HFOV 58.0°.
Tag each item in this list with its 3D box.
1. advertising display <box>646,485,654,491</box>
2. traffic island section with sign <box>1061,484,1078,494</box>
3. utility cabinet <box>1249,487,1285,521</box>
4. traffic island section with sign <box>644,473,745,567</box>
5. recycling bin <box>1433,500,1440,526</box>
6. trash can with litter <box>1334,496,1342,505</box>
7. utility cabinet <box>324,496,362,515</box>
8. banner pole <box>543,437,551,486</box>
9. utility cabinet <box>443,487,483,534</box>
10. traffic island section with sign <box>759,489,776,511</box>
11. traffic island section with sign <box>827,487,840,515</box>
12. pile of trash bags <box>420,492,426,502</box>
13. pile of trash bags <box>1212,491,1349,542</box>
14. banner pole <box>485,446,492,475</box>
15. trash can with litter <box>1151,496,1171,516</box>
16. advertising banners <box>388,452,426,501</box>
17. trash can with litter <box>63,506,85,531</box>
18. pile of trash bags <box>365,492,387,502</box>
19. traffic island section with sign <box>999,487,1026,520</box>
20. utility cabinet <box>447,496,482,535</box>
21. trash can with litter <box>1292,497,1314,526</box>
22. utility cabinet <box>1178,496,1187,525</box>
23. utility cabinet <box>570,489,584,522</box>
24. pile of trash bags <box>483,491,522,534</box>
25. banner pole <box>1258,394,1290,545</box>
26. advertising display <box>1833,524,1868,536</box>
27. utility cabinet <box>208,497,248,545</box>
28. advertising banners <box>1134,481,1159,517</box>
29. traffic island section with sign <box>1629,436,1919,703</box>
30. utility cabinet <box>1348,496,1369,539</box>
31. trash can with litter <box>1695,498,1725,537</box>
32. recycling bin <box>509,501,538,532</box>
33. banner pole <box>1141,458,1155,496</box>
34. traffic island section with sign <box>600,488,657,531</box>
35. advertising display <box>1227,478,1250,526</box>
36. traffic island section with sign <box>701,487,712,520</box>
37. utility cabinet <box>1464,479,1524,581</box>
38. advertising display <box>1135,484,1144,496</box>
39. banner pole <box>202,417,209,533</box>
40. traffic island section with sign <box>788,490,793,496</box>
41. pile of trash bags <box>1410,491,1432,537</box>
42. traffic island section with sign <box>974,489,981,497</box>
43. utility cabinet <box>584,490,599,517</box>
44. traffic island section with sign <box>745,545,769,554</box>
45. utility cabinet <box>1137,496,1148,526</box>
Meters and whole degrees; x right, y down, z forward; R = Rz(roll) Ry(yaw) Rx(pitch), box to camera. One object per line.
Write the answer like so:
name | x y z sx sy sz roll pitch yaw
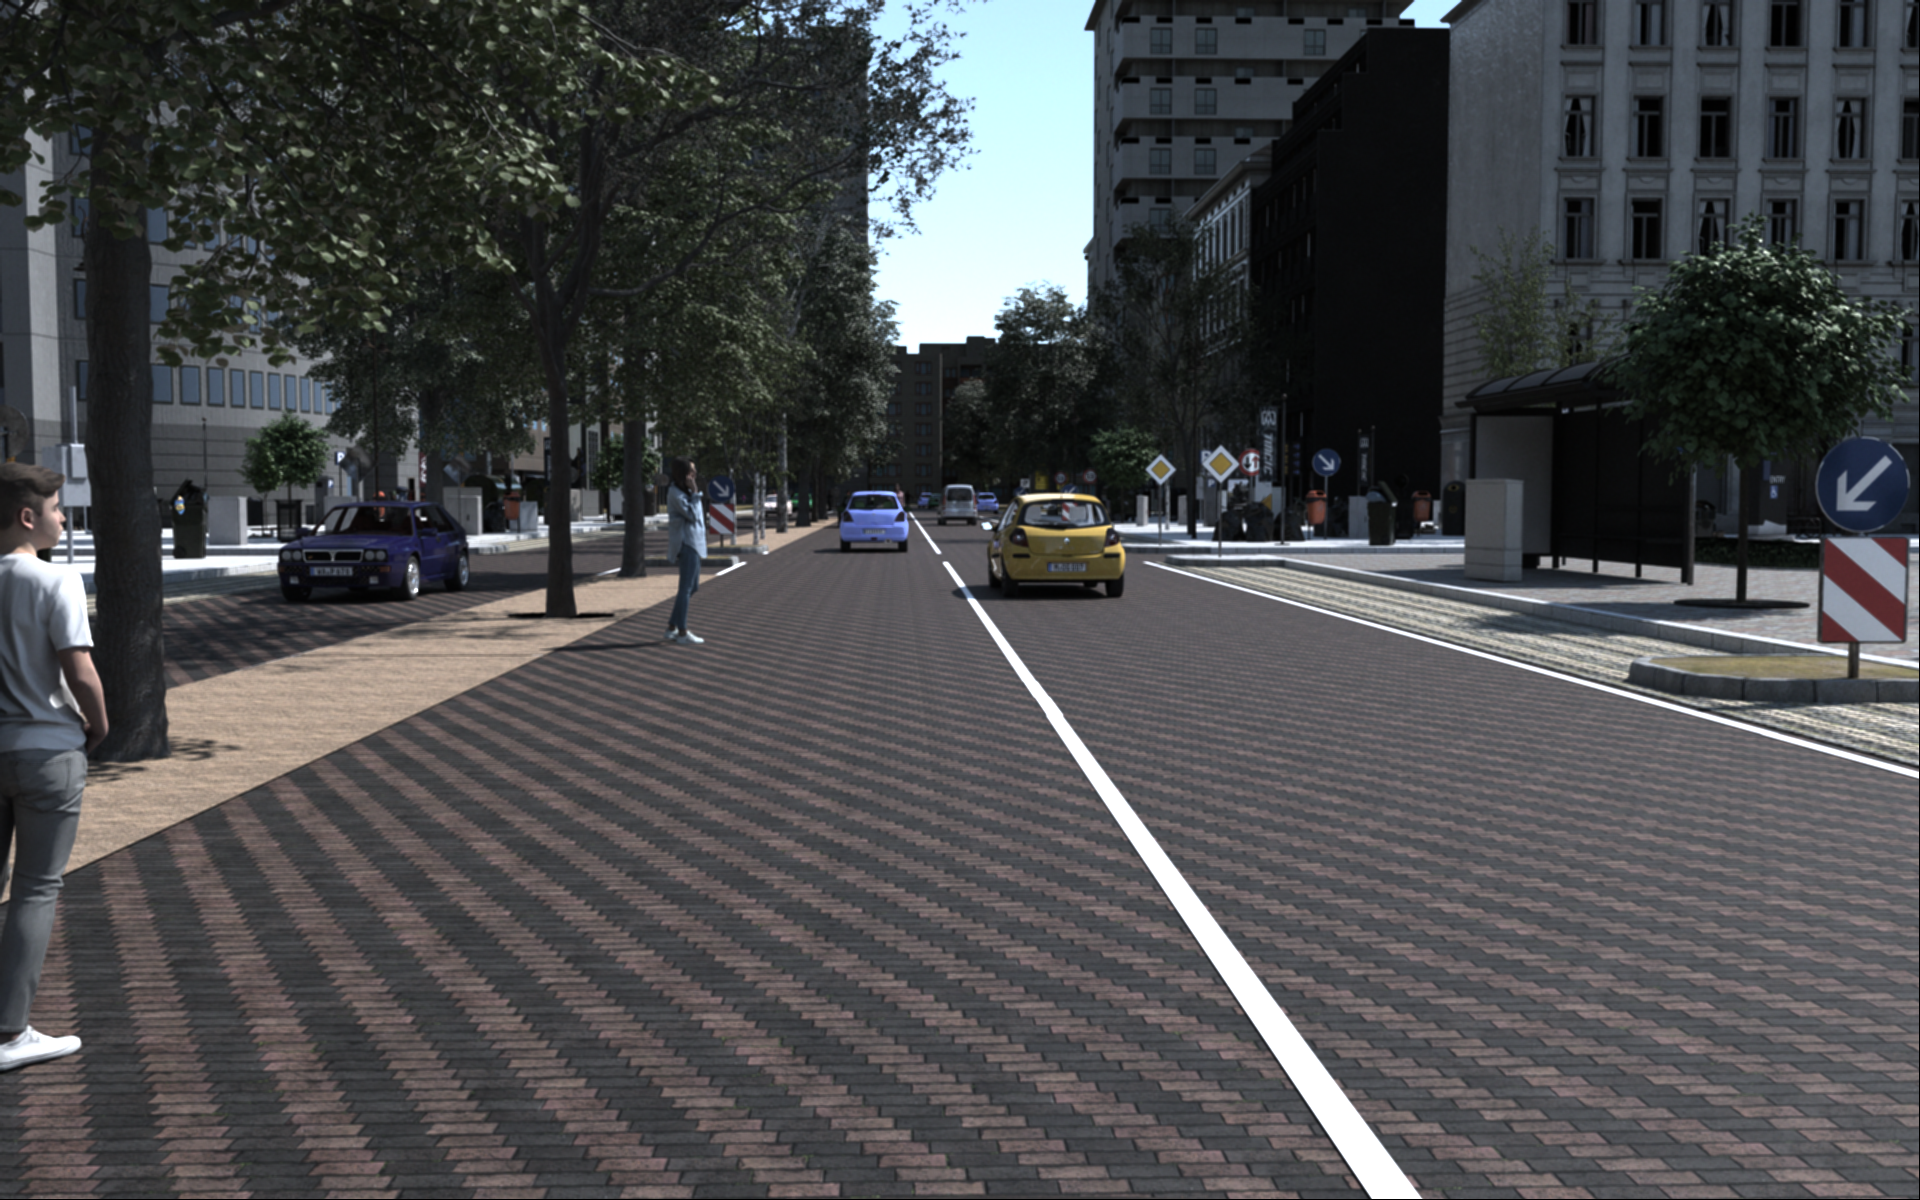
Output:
advertising display | -19.688 -6.385 109.608 0.974 1.923 0.123 -2 4 -30
traffic island section with sign | 4.106 -3.613 67.697 1.989 1.847 2.006 0 4 -2
utility cabinet | 9.505 -2.752 53.679 1.173 1.500 0.318 -2 4 -27
traffic island section with sign | -5.505 -1.642 34.982 2.006 1.907 1.989 0 4 -2
recycling bin | 19.621 -3.515 70.022 0.722 1.027 0.722 -1 4 -16
trash can with litter | 12.870 -2.951 59.301 1.678 1.210 2.233 0 4 6
utility cabinet | -20.037 -2.750 56.125 1.020 1.237 0.306 -2 4 -31
banner pole | -15.716 -4.719 67.173 0.863 3.779 0.401 0 4 -8
utility cabinet | -15.846 -2.847 55.220 1.173 1.500 0.318 -1 4 -9
traffic island section with sign | -15.668 -8.311 144.515 1.989 1.847 2.006 0 4 -2
traffic island section with sign | -8.510 -6.687 117.473 2.006 1.907 1.989 0 4 -2
pile of trash bags | -29.994 -5.294 96.313 1.912 1.369 3.447 -1 4 -15
pile of trash bags | 8.682 -2.302 47.391 3.447 1.369 1.912 -2 4 -32
banner pole | -24.334 -6.075 89.336 0.401 3.779 0.863 -3 5 -42
trash can with litter | 11.496 -5.522 101.346 1.678 1.210 2.233 1 4 20
advertising banners | -22.528 -4.569 70.883 0.090 3.025 2.074 2 4 32
trash can with litter | -31.262 -3.021 60.451 1.678 1.210 2.233 0 4 3
pile of trash bags | -21.482 -3.344 64.420 1.912 1.369 3.447 -1 4 -15
traffic island section with sign | 3.125 -5.261 94.644 1.989 1.847 2.006 0 4 -2
utility cabinet | -15.397 -2.608 53.795 1.020 1.237 0.306 1 4 10
trash can with litter | 13.756 -3.518 68.900 1.055 1.170 0.624 2 4 32
utility cabinet | 9.292 -3.671 71.184 0.306 1.237 1.020 -1 4 -17
utility cabinet | -17.801 -4.324 79.383 0.318 1.500 1.173 1 4 19
pile of trash bags | -15.632 -2.893 57.060 3.447 1.369 1.912 3 4 37
banner pole | 7.892 -3.271 43.499 0.863 3.779 0.401 0 4 -6
advertising display | 23.567 -2.482 45.787 0.974 1.923 0.123 0 4 1
utility cabinet | -18.387 -1.978 43.501 1.020 1.237 0.306 1 4 22
advertising banners | 10.337 -6.105 95.997 2.074 3.025 0.090 -1 4 -20
traffic island section with sign | 6.102 -0.252 12.744 1.989 1.847 2.006 0 4 -2
utility cabinet | 11.553 -2.384 50.139 0.306 1.237 1.020 2 4 31
trash can with litter | 19.747 -2.101 45.734 1.055 1.170 0.624 -2 4 -31
recycling bin | -15.038 -2.881 59.656 0.722 1.027 0.722 -3 5 -44
banner pole | 11.439 -7.036 105.052 0.863 3.779 0.401 -1 4 -13
traffic island section with sign | -12.867 -3.600 67.492 1.989 1.847 2.006 0 4 -2
advertising display | 11.350 -3.999 70.595 0.974 1.923 0.123 2 4 30
traffic island section with sign | -13.862 -5.274 94.863 1.989 1.847 2.006 0 4 -2
utility cabinet | 7.885 -1.034 25.579 0.318 1.500 1.173 -1 4 -11
advertising display | 11.228 -6.304 108.291 0.123 1.923 0.974 3 4 38
banner pole | -24.575 -4.061 56.407 0.401 3.779 0.863 -1 4 -22
traffic island section with sign | -16.659 -9.959 171.452 1.989 1.847 2.006 0 4 -2
pile of trash bags | 12.379 -2.570 51.779 3.447 1.369 1.912 0 4 -1
traffic island section with sign | 1.302 -8.329 144.803 1.989 1.847 2.006 0 4 -2
utility cabinet | -20.845 -5.403 97.021 1.173 1.500 0.318 -2 4 -24
traffic island section with sign | -5.765 -2.095 42.385 2.006 1.907 1.989 0 4 -2
utility cabinet | 7.297 -3.551 69.220 0.306 1.237 1.020 1 4 16
